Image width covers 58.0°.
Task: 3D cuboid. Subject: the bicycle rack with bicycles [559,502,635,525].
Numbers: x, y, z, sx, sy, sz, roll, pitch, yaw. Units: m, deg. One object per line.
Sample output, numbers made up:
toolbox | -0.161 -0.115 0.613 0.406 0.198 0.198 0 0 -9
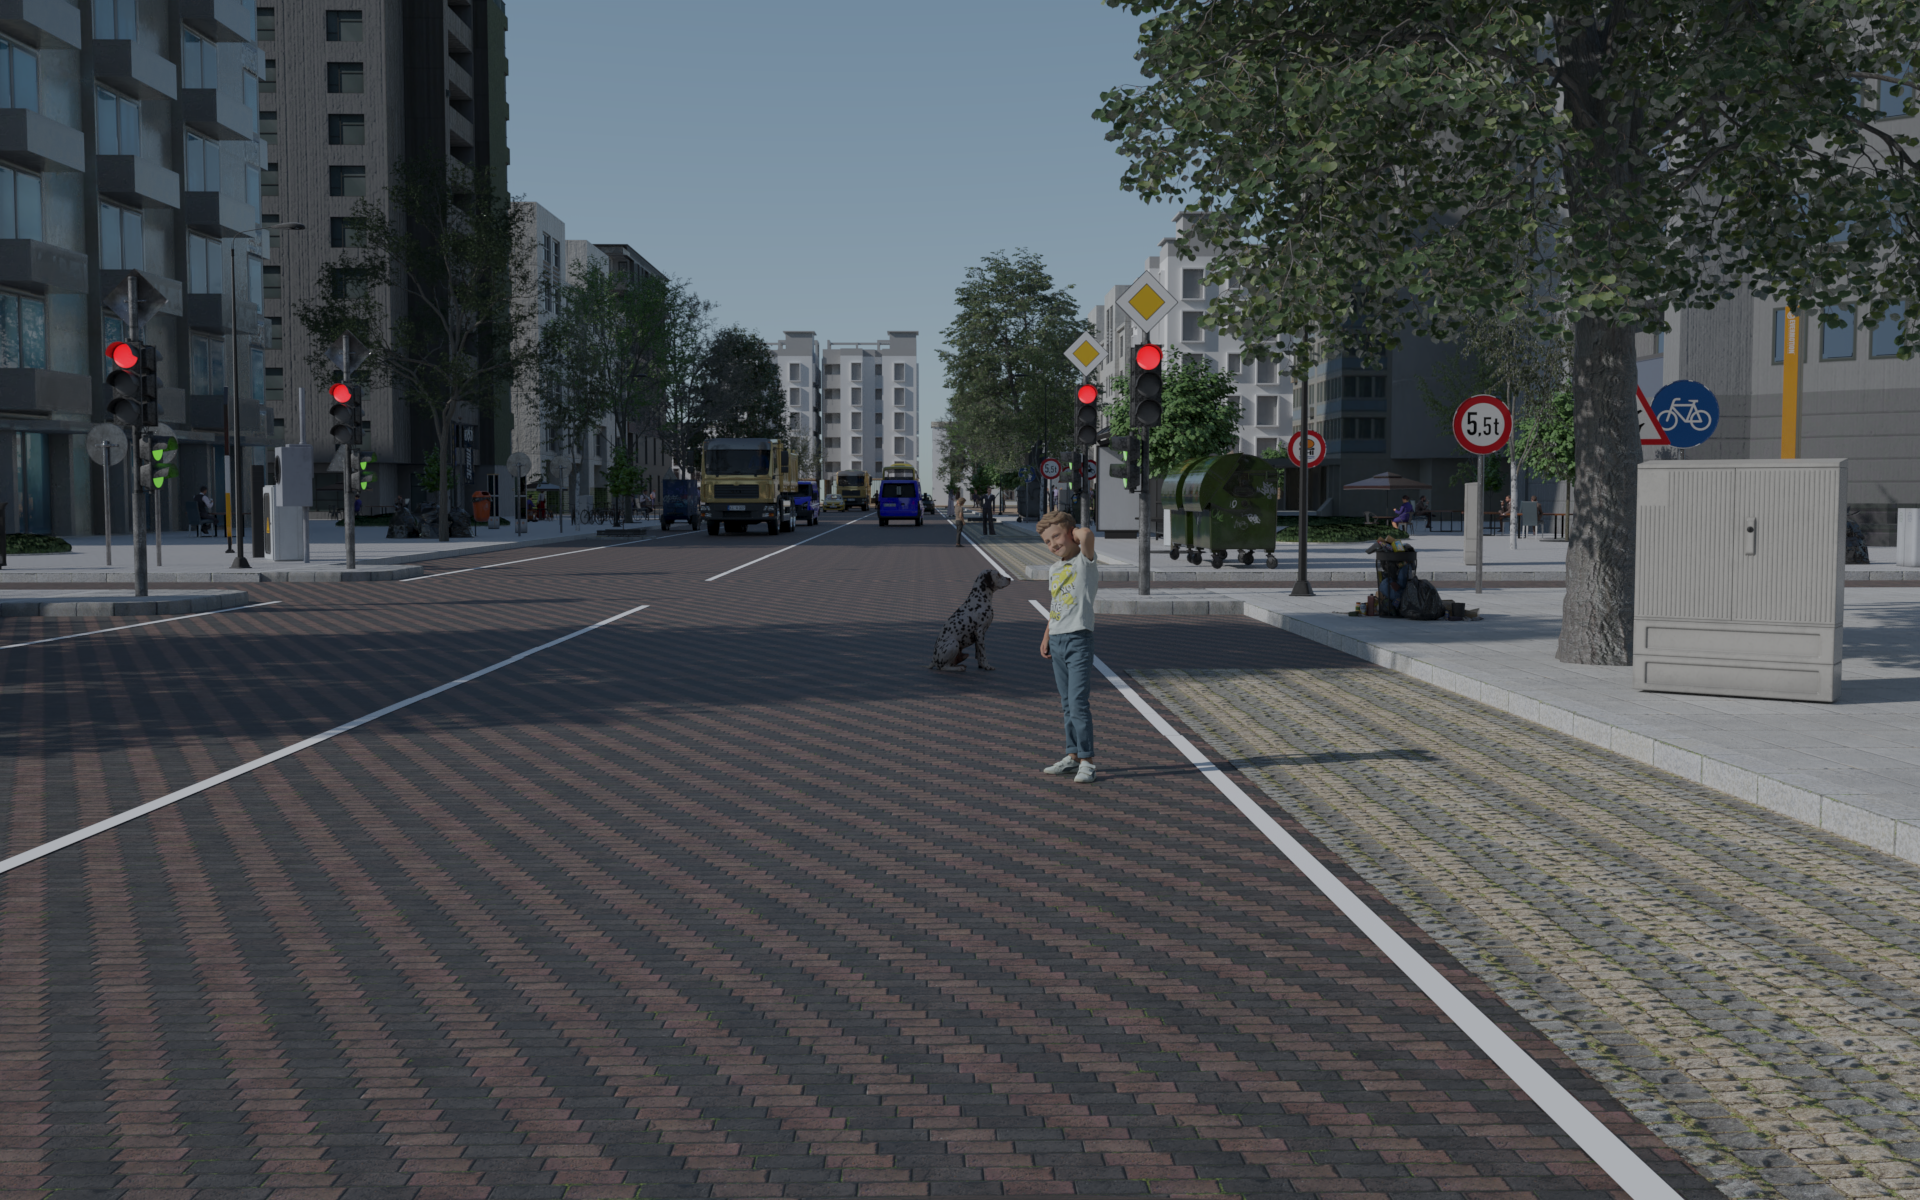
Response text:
bicycle rack with bicycles | -15.445 -3.589 72.066 2.852 0.926 2.925 -2 4 -28

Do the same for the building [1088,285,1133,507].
building | 21.265 -17.659 155.184 16.747 18.905 31.486 0 4 -1

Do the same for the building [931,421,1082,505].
building | 10.607 -16.077 205.000 28.070 9.664 9.099 0 4 -1

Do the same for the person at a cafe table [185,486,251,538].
person at a cafe table | -22.154 -2.618 51.318 1.698 1.524 1.622 1 4 20

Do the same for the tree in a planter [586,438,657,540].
tree in a planter | -10.722 -3.535 55.025 1.991 3.239 1.994 0 4 -1

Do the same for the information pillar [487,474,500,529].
information pillar | -17.081 -3.603 63.400 0.304 2.012 0.304 1 4 19

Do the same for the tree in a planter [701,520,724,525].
tree in a planter | -11.323 -5.183 81.962 1.991 3.239 1.994 0 4 -1

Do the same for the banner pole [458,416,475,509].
banner pole | -15.905 -4.021 55.754 0.401 3.779 0.863 2 4 25

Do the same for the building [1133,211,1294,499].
building | 21.079 -16.231 121.794 16.016 20.091 11.380 0 4 -1

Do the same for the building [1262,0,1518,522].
building | 30.630 -24.261 88.550 32.217 40.220 23.993 0 4 -1

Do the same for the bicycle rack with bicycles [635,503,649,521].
bicycle rack with bicycles | -16.190 -4.189 81.872 2.852 0.926 2.925 2 4 26

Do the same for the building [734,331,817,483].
building | -22.638 -21.448 207.088 11.380 20.091 16.016 0 4 -1

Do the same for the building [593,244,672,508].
building | -43.698 -19.038 155.239 32.646 21.610 27.936 0 4 -1

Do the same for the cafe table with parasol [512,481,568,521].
cafe table with parasol | -20.355 -4.839 83.981 2.610 1.966 2.610 0 4 5

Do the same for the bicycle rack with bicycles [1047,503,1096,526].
bicycle rack with bicycles | 4.737 -3.470 70.112 2.852 0.926 2.925 0 4 5

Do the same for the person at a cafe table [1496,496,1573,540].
person at a cafe table | 16.488 -2.360 49.449 1.698 1.238 1.726 2 4 34

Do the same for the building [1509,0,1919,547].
building | 33.354 -31.080 50.165 28.212 58.520 21.231 0 4 -1

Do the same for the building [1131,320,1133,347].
building | 21.453 -16.952 133.584 16.016 20.091 11.380 0 4 -1

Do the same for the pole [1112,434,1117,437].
pole | 5.173 -3.946 58.366 0.158 3.312 0.155 0 3 0

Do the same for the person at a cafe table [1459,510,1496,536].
person at a cafe table | 16.395 -2.592 53.247 1.726 1.238 1.698 1 4 11

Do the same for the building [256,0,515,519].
building | -32.702 -19.638 92.789 14.160 30.474 14.107 0 4 -1

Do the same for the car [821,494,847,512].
car | -9.950 -7.735 136.689 2.015 1.641 3.980 0 4 -3

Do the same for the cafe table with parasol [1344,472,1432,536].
cafe table with parasol | 13.206 -2.975 53.508 2.610 1.966 2.610 1 4 22

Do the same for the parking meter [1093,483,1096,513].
parking meter | 6.255 -4.437 78.257 0.399 1.863 0.255 -2 4 -31

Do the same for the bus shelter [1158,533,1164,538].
bus shelter | 6.224 -3.803 53.468 1.731 3.624 6.357 0 4 -1

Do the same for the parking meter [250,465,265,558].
parking meter | -14.173 -1.790 34.977 0.255 1.863 0.399 -1 4 -22

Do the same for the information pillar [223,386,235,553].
information pillar | -15.880 -2.826 37.560 0.183 3.616 0.504 -1 4 -21

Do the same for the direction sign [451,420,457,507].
direction sign | -15.606 -3.759 53.462 0.379 3.537 0.876 -1 4 -9

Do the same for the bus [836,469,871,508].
bus | -10.682 -11.309 176.455 2.896 3.916 12.252 0 4 1

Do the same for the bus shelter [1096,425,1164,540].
bus shelter | 4.734 -3.246 46.996 2.014 3.302 5.546 0 4 -1

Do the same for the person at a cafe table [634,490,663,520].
person at a cafe table | -15.337 -4.740 86.020 1.622 1.524 1.698 1 4 15

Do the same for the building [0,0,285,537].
building | -36.426 -26.540 53.531 23.786 49.044 30.456 0 4 -1

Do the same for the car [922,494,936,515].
car | -2.667 -6.896 122.531 2.009 1.686 4.222 0 4 -2

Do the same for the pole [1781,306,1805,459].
pole | 9.059 -1.532 18.885 0.158 3.312 0.155 0 3 0

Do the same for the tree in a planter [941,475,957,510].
tree in a planter | -0.723 -9.873 158.646 1.991 3.239 1.994 0 4 -1

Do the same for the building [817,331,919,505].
building | -10.606 -21.442 207.001 11.380 20.091 16.016 0 4 -1

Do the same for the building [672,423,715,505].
building | -42.285 -15.999 203.732 28.070 9.664 9.099 0 4 -1

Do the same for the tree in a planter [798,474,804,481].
tree in a planter | -12.466 -8.263 132.318 1.991 3.239 1.994 0 4 -1

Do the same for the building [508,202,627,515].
building | -34.278 -15.541 120.554 16.747 18.905 31.486 0 4 -1

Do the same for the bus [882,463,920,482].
bus | -4.738 -9.012 138.891 2.896 3.916 12.252 0 4 0

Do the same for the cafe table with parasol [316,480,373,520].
cafe table with parasol | -30.190 -4.900 84.982 2.610 1.966 2.610 -1 4 -18

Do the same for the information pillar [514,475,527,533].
information pillar | -14.428 -3.205 56.889 0.304 2.012 0.304 -3 5 -43

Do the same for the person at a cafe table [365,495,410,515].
person at a cafe table | -26.580 -4.287 80.951 1.698 1.238 1.726 3 5 44

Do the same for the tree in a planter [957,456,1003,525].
tree in a planter | 1.005 -5.171 81.771 1.991 3.239 1.994 0 4 -1

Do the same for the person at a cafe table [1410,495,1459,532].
person at a cafe table | 16.265 -2.955 59.174 1.726 1.238 1.698 2 4 35
